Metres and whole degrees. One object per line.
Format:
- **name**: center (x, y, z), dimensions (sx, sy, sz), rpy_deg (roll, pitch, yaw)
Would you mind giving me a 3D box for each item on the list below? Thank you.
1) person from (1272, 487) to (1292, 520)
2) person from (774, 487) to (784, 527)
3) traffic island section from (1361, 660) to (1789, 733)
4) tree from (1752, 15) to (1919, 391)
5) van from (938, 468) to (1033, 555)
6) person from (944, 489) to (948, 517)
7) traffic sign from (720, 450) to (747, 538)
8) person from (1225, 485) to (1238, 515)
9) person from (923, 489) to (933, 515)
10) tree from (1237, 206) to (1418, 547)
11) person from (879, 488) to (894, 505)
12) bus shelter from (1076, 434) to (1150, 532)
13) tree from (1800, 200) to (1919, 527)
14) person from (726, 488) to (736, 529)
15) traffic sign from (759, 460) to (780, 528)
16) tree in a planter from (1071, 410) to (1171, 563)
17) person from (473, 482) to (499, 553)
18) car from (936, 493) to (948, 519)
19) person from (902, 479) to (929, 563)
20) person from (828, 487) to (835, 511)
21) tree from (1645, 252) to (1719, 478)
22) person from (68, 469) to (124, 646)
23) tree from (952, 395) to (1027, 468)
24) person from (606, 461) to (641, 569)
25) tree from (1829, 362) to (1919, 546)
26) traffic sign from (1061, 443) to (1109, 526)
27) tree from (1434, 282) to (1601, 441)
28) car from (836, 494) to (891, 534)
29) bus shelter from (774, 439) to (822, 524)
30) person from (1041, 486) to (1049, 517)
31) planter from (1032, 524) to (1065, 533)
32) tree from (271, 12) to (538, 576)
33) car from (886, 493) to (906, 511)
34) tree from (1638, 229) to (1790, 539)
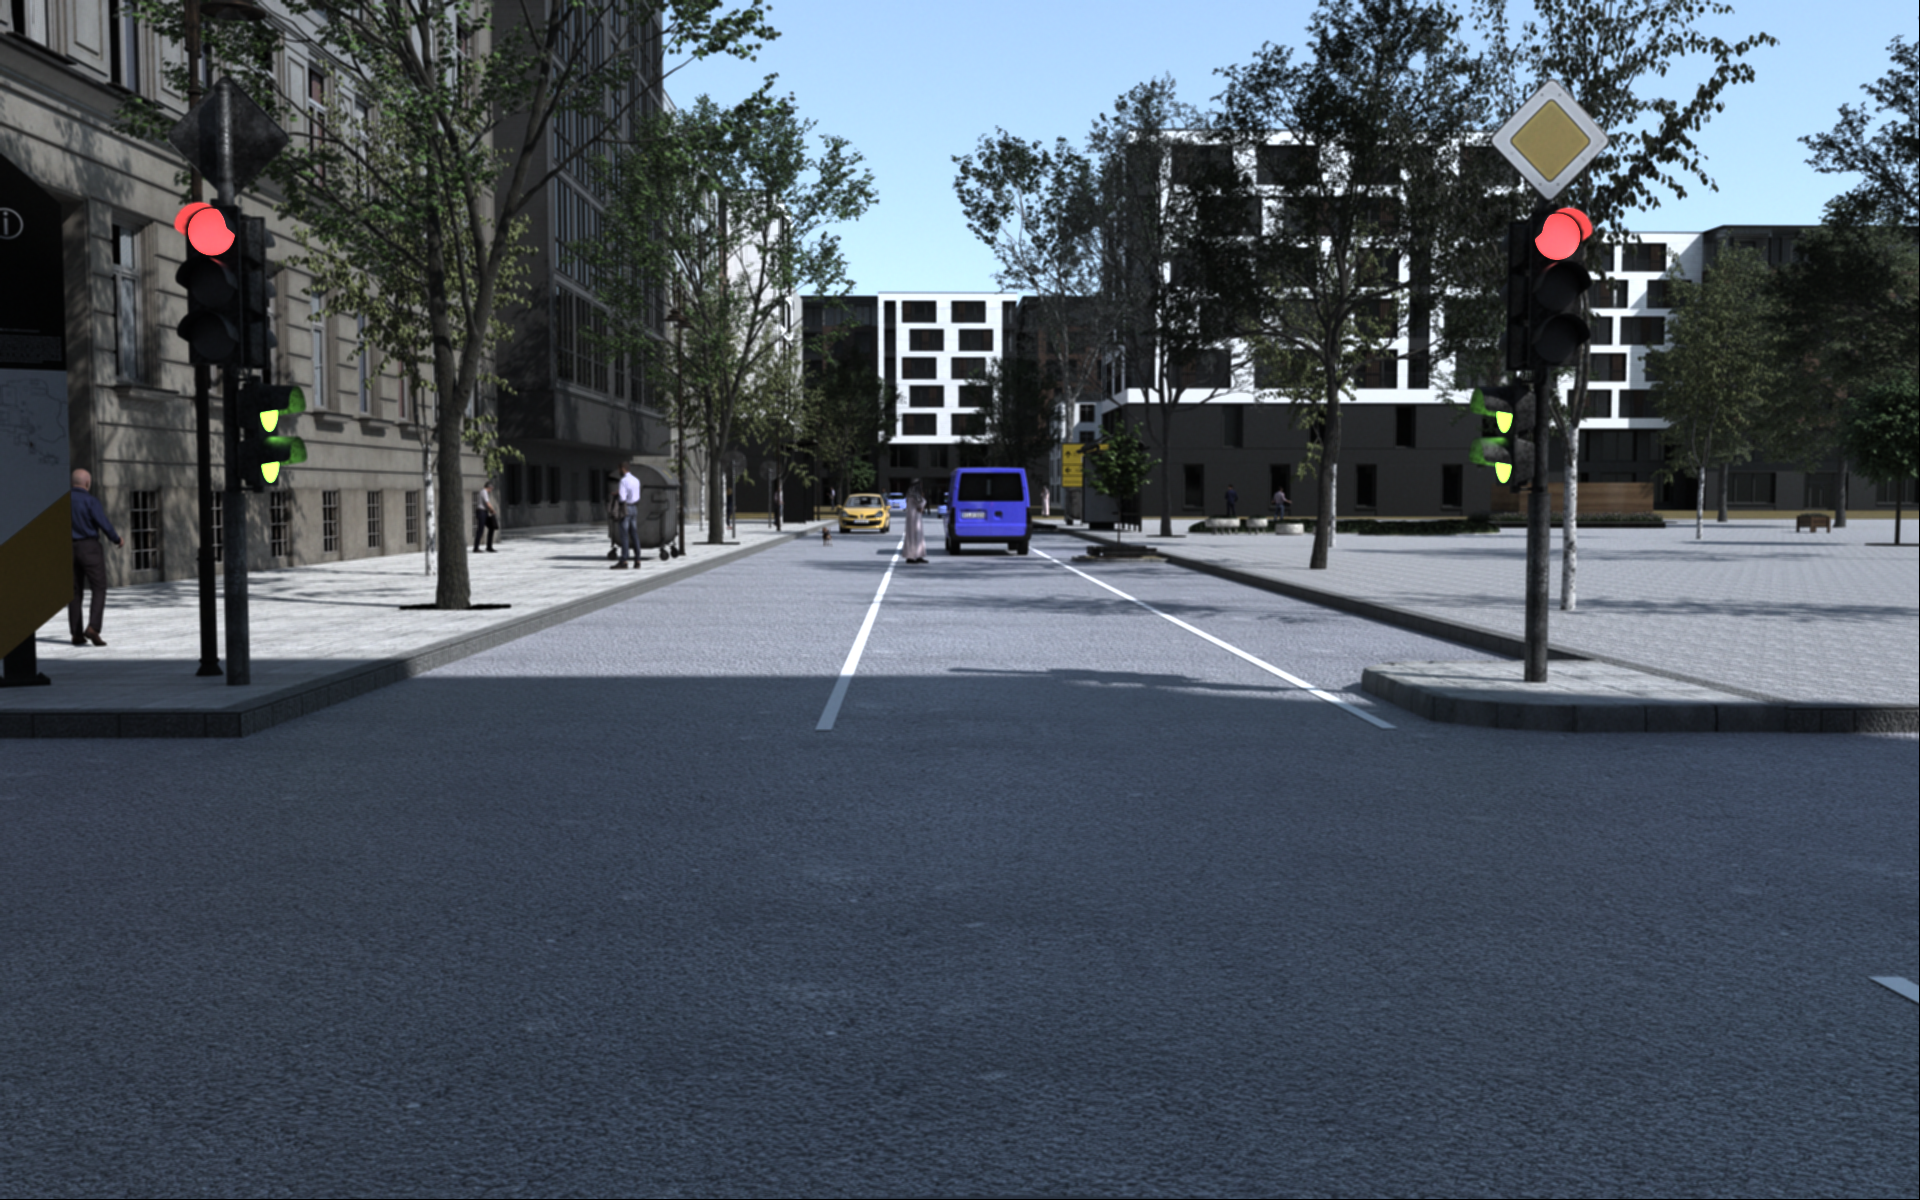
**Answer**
- **person**: center (13.431, -3.955, 72.670), dimensions (0.963, 1.587, 0.435), rpy_deg (3, 4, 36)
- **person**: center (-7.155, -3.694, 68.395), dimensions (0.435, 1.587, 0.963), rpy_deg (0, 4, -5)
- **traffic island section**: center (3.961, 0.638, 11.854), dimensions (2.009, 0.180, 2.903), rpy_deg (0, 4, -1)
- **tree**: center (19.033, -6.053, 33.376), dimensions (7.601, 10.594, 8.767), rpy_deg (0, 4, -4)
- **van**: center (0.618, -2.323, 42.359), dimensions (2.240, 2.365, 5.245), rpy_deg (0, 4, -2)
- **person**: center (-0.826, -6.132, 109.440), dimensions (1.217, 1.739, 0.721), rpy_deg (3, 4, 39)
- **traffic sign**: center (-6.573, -3.067, 50.246), dimensions (0.768, 2.556, 0.104), rpy_deg (0, 4, 2)
- **person**: center (13.027, -4.687, 83.386), dimensions (0.576, 1.737, 0.504), rpy_deg (-1, 4, -18)
- **person**: center (-2.353, -6.784, 119.965), dimensions (0.990, 1.755, 0.434), rpy_deg (0, 4, 3)
- **tree**: center (8.802, -5.593, 41.812), dimensions (4.737, 8.622, 4.395), rpy_deg (0, 3, 0)
- **person**: center (-4.716, -6.010, 106.743), dimensions (1.348, 1.826, 0.705), rpy_deg (0, 4, 6)
- **bus shelter**: center (5.313, -4.090, 60.801), dimensions (2.014, 3.302, 5.546), rpy_deg (0, 4, -1)
- **tree**: center (34.250, -9.050, 66.099), dimensions (7.486, 12.596, 7.792), rpy_deg (0, 3, 0)
- **person**: center (-8.433, -3.335, 63.119), dimensions (0.480, 1.512, 0.613), rpy_deg (0, 4, 1)
- **traffic sign**: center (-7.198, -4.000, 65.500), dimensions (0.768, 2.556, 0.104), rpy_deg (0, 3, 0)
- **tree in a planter**: center (3.411, -2.435, 37.032), dimensions (1.991, 3.239, 1.994), rpy_deg (0, 4, -1)
- **person**: center (-10.436, -1.825, 38.090), dimensions (0.590, 1.554, 0.614), rpy_deg (-1, 4, -22)
- **car**: center (-0.478, -5.653, 102.015), dimensions (1.945, 1.707, 3.694), rpy_deg (0, 4, -1)
- **person**: center (-0.902, -1.627, 35.775), dimensions (0.621, 1.740, 0.551), rpy_deg (-1, 4, -17)
- **person**: center (-10.017, -7.846, 134.187), dimensions (0.599, 1.838, 0.709), rpy_deg (0, 4, -5)
- **tree**: center (35.383, -9.860, 79.330), dimensions (7.486, 12.596, 7.792), rpy_deg (0, 3, 0)
- **person**: center (-7.415, -0.372, 14.812), dimensions (0.574, 1.496, 0.600), rpy_deg (2, 4, 26)
- **tree**: center (2.724, -14.041, 163.978), dimensions (8.767, 10.594, 7.601), rpy_deg (3, 4, 36)
- **person**: center (-5.807, -1.454, 29.689), dimensions (0.599, 1.838, 0.709), rpy_deg (1, 4, 23)
- **tree**: center (23.405, -3.644, 43.292), dimensions (4.285, 4.588, 4.351), rpy_deg (0, 3, 0)
- **traffic sign**: center (5.151, -4.580, 68.752), dimensions (2.265, 3.308, 0.079), rpy_deg (1, 4, 8)
- **tree**: center (26.189, -9.546, 81.838), dimensions (9.928, 11.665, 9.643), rpy_deg (0, 3, 0)
- **car**: center (-3.525, -3.297, 64.129), dimensions (2.015, 1.641, 3.980), rpy_deg (0, 4, 0)
- **bus shelter**: center (-7.225, -5.281, 77.631), dimensions (1.731, 3.624, 6.357), rpy_deg (0, 4, -1)
- **person**: center (4.708, -5.464, 96.054), dimensions (0.551, 1.740, 0.621), rpy_deg (3, 4, 38)
- **planter**: center (2.813, -2.625, 64.058), dimensions (1.991, 0.319, 1.994), rpy_deg (0, 4, -1)
- **tree**: center (-8.328, -4.675, 26.802), dimensions (4.737, 8.622, 4.395), rpy_deg (0, 3, 0)
- **car**: center (-5.449, -8.443, 147.629), dimensions (1.945, 1.707, 3.694), rpy_deg (0, 4, -3)
- **tree**: center (21.245, -6.051, 49.297), dimensions (4.737, 8.622, 4.395), rpy_deg (0, 3, 0)
